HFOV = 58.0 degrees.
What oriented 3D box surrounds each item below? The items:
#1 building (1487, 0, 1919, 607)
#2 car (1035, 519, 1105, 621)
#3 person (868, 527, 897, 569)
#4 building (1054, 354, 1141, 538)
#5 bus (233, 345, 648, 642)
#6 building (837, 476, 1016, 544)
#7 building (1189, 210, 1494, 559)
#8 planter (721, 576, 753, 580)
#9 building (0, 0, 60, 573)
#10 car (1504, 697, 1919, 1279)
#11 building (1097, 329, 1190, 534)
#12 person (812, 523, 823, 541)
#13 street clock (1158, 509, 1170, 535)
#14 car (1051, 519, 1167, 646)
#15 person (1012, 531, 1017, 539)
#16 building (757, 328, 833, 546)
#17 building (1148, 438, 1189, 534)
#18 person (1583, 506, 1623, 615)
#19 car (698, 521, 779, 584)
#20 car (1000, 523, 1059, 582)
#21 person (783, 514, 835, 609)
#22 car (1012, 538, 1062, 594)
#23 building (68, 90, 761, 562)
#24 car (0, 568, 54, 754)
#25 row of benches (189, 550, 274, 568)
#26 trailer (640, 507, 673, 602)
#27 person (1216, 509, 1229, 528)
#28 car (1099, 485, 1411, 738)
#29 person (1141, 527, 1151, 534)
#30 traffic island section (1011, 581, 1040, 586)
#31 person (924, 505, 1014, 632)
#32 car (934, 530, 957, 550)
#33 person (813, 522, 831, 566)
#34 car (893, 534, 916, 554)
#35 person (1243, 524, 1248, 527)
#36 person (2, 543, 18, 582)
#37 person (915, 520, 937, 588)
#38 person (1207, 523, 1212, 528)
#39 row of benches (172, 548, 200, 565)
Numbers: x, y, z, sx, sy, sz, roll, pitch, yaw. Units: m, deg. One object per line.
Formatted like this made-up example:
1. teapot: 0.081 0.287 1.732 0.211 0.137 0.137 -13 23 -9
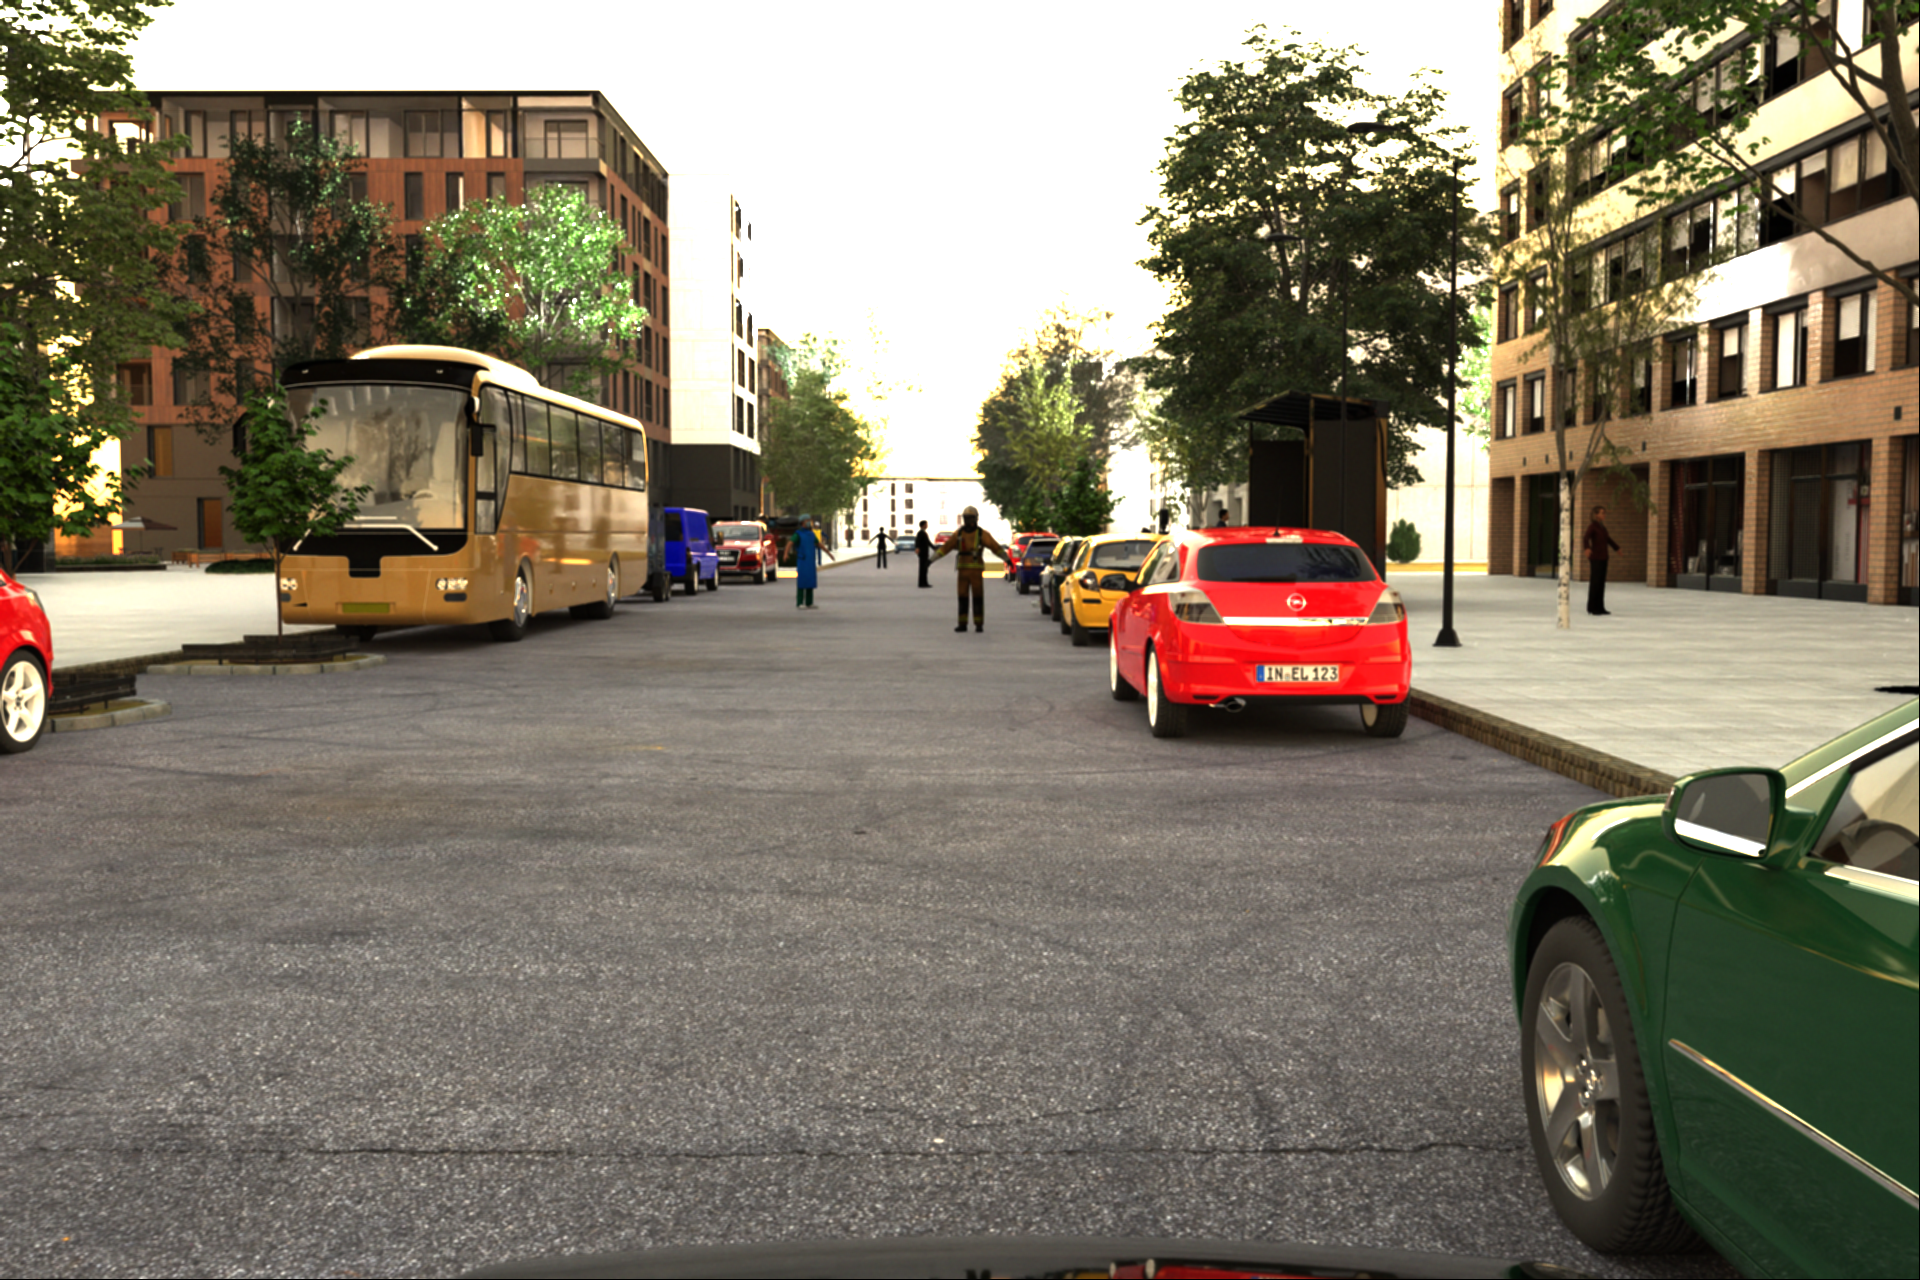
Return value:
1. building: 26.272 -13.679 30.229 21.656 26.213 47.522 0 4 0
2. car: 2.326 -1.228 29.857 2.009 1.686 4.222 0 4 -1
3. person: -3.244 -3.845 72.048 1.216 1.740 0.721 0 4 3
4. building: 24.130 -22.558 212.800 27.936 21.610 32.646 0 4 0
5. bus: -7.062 -2.125 26.297 2.896 3.916 12.252 0 4 0
6. building: -5.120 -18.836 252.578 28.070 9.664 9.099 0 4 -6
7. building: 24.164 -14.491 103.388 16.747 18.905 31.486 0 3 0
8. planter: -7.294 -2.071 55.005 1.991 0.319 1.994 0 4 1
9. building: -33.007 -15.884 39.287 16.754 29.471 25.880 0 4 -1
10. car: 2.165 0.594 2.093 2.131 1.459 4.920 0 4 -1
11. building: 24.066 -21.395 180.738 19.493 23.208 18.063 0 4 0
12. person: -7.445 -4.956 87.177 1.345 1.843 0.704 3 4 37
13. street clock: 5.897 -2.789 50.163 0.358 2.002 0.471 0 4 0
14. car: 2.279 -0.818 23.590 2.015 1.641 3.980 0 4 0
15. person: 2.938 -5.329 96.399 0.599 1.433 0.991 0 4 7
16. building: -29.131 -21.057 188.255 27.936 21.610 32.646 0 4 1
17. building: 20.894 -11.917 136.989 9.099 9.664 28.070 0 4 0
18. person: 10.205 -1.266 27.499 1.215 1.729 0.721 -3 5 -45
19. car: -6.554 -2.585 50.932 2.281 1.827 5.304 0 4 0
20. car: 2.294 -2.675 52.774 2.155 1.783 4.494 0 4 -1
21. person: -2.942 -1.508 33.248 0.704 1.817 1.347 3 5 40
22. car: 2.262 -1.830 42.505 1.945 1.354 3.894 0 4 0
23. building: -26.993 -15.436 96.353 27.936 21.610 32.646 0 4 0
24. car: -7.005 -0.051 9.876 2.155 1.783 4.494 0 4 0
25. row of benches: -28.036 -3.177 67.402 1.422 0.672 4.104 3 4 39
26. trailer: -6.930 -1.770 35.989 1.471 1.999 3.904 0 3 0
27. person: 5.683 -1.907 37.228 0.704 1.823 1.345 0 4 4
28. car: 2.218 -0.283 13.675 2.155 1.783 4.494 0 4 -1
29. person: 4.035 -1.868 39.770 0.799 1.438 0.628 -3 5 -43
30. traffic island section: 2.424 -1.579 48.678 1.991 0.108 1.994 0 4 0
31. person: 0.149 -1.050 25.393 1.354 1.858 0.705 1 4 15
32. car: -1.244 -9.055 156.723 2.281 1.827 5.304 0 4 0
33. person: -5.813 -3.890 70.072 1.216 1.772 0.721 -1 4 -18
34. car: -3.905 -7.105 128.169 2.014 1.417 4.499 0 4 0
35. person: 13.382 -4.536 80.881 1.216 1.740 0.721 -1 4 -19
36. person: -20.453 -1.854 37.137 0.721 1.735 1.217 -2 4 -28
37. person: -0.951 -2.314 46.472 0.705 1.806 1.347 1 4 22
38. person: 12.128 -4.766 84.050 0.705 1.813 1.348 0 4 0
39. row of benches: -33.093 -3.590 74.157 1.422 0.672 4.104 -1 4 -15
